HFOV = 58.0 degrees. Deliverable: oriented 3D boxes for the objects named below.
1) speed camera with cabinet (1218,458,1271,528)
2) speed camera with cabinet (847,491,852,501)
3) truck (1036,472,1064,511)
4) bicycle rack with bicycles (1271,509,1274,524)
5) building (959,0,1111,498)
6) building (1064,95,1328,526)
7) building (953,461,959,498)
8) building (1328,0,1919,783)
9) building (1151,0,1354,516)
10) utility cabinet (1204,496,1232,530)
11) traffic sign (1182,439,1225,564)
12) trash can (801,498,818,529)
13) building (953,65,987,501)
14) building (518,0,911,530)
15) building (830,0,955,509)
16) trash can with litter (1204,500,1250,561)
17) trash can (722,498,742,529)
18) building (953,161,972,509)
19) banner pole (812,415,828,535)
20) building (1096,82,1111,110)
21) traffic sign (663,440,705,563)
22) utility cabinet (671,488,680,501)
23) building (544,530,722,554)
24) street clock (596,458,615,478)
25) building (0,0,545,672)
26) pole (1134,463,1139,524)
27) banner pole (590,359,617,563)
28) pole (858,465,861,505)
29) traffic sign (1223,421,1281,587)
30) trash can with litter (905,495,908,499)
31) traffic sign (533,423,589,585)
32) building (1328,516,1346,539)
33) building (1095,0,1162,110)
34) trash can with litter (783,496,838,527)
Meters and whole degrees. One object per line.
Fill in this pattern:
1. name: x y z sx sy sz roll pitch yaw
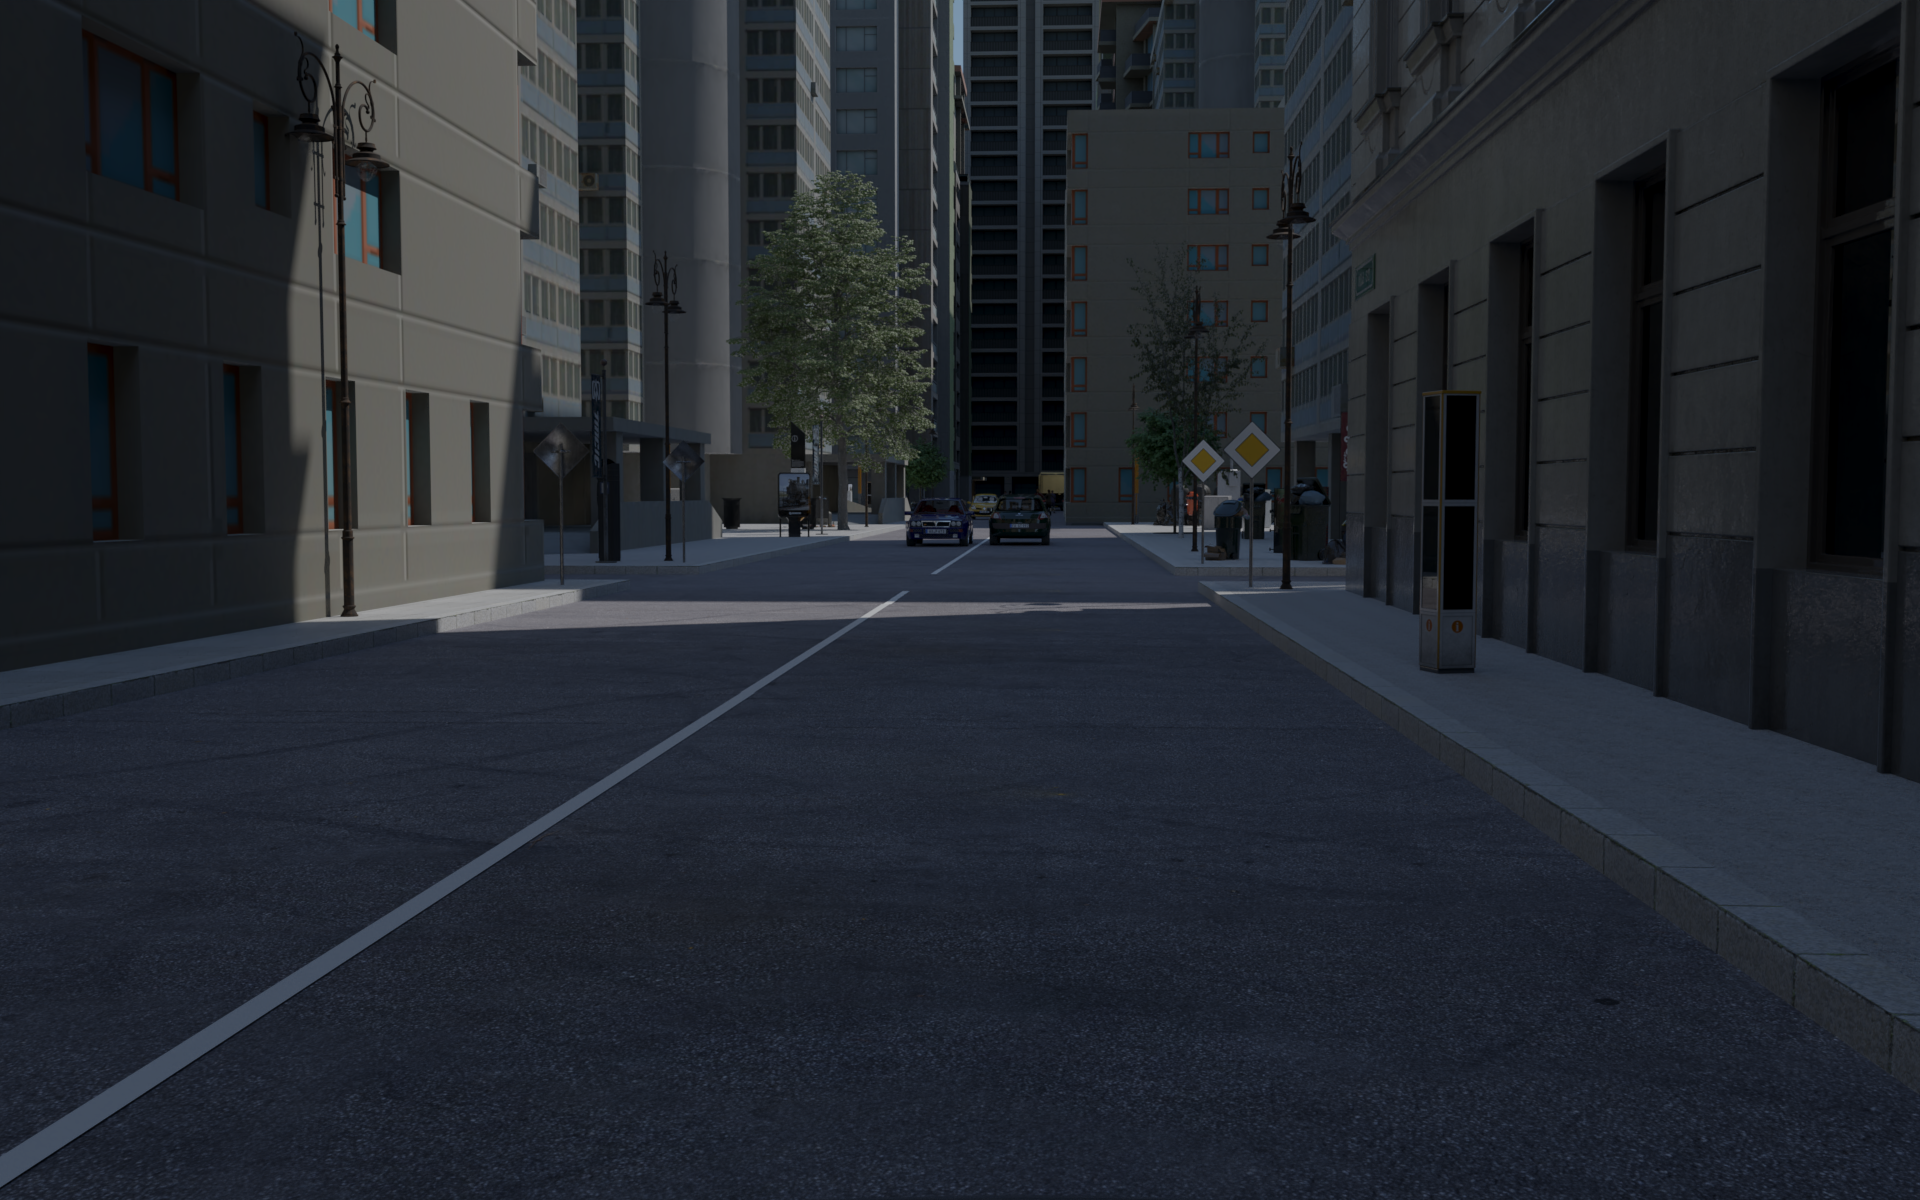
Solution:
1. speed camera with cabinet: 10.721 -4.338 65.258 2.038 3.252 0.660 -1 4 -23
2. speed camera with cabinet: -6.826 -6.019 92.745 2.038 3.252 0.660 0 4 5
3. truck: 8.188 -9.410 149.779 3.469 3.379 9.791 0 4 4
4. bicycle rack with bicycles: 12.823 -3.789 75.325 2.852 0.926 2.925 -2 4 -29
5. building: 11.070 -46.527 198.965 20.611 71.187 20.563 0 4 3
6. building: 19.445 -15.100 91.927 27.650 21.520 28.899 0 4 3
7. building: -10.493 -42.383 131.214 20.563 71.187 20.611 0 4 3
8. building: 11.781 -13.693 0.299 17.030 29.872 44.131 0 4 3
9. building: 26.661 -26.491 125.010 32.217 40.220 23.993 0 4 3
10. utility cabinet: 9.188 -3.106 61.948 1.020 1.237 0.306 3 4 36
11. traffic sign: 4.462 -1.723 31.820 0.795 2.450 0.064 0 4 3
12. trash can: -5.543 -3.147 63.099 0.748 1.137 0.748 0 3 0
13. building: -12.176 -31.709 173.068 28.867 44.769 22.147 0 4 3
14. building: -18.960 -23.725 79.784 32.217 40.220 23.993 0 4 3
15. building: -7.788 -26.356 114.520 14.154 41.232 14.086 0 4 3
16. trash can with litter: 5.168 -1.364 33.696 0.624 1.170 1.055 2 4 31
17. trash can: -8.364 -3.170 63.482 0.748 1.137 0.748 0 3 0
18. building: -6.336 -23.151 150.218 14.160 30.474 14.107 0 4 3
19. banner pole: -4.490 -3.968 54.891 0.401 3.779 0.863 -2 4 -32
20. building: 20.614 -30.018 174.385 14.154 41.232 14.086 0 4 3
21. traffic sign: -5.166 -1.758 32.384 0.795 2.450 0.064 0 4 3
22. utility cabinet: -11.248 -3.631 68.045 1.173 1.500 0.318 1 4 20
23. building: -23.494 -21.533 43.941 32.217 40.220 23.993 0 4 3
24. street clock: -7.201 -1.875 35.224 0.471 2.002 0.358 -1 4 -19
25. building: -21.362 -10.214 12.043 28.899 21.520 27.650 0 4 3
26. pole: 7.674 -4.975 75.179 0.158 3.312 0.155 0 3 0
27. banner pole: -6.645 -2.567 31.992 0.401 3.779 0.863 1 4 10
28. pole: -5.618 -6.309 96.999 0.158 3.312 0.155 0 3 0
29. traffic sign: 4.010 -1.236 23.848 0.795 2.450 0.064 0 4 3
30. trash can with litter: -3.047 -5.729 104.721 2.233 1.210 1.678 1 4 20
31. traffic sign: -5.618 -1.270 24.412 0.795 2.450 0.064 0 4 3
32. building: 21.589 -21.640 45.702 23.993 40.220 32.217 0 4 3
33. building: 23.036 -30.431 152.169 22.147 44.769 28.867 0 4 3
34. trash can with litter: -5.689 -3.419 66.961 2.233 1.210 1.678 0 4 6
